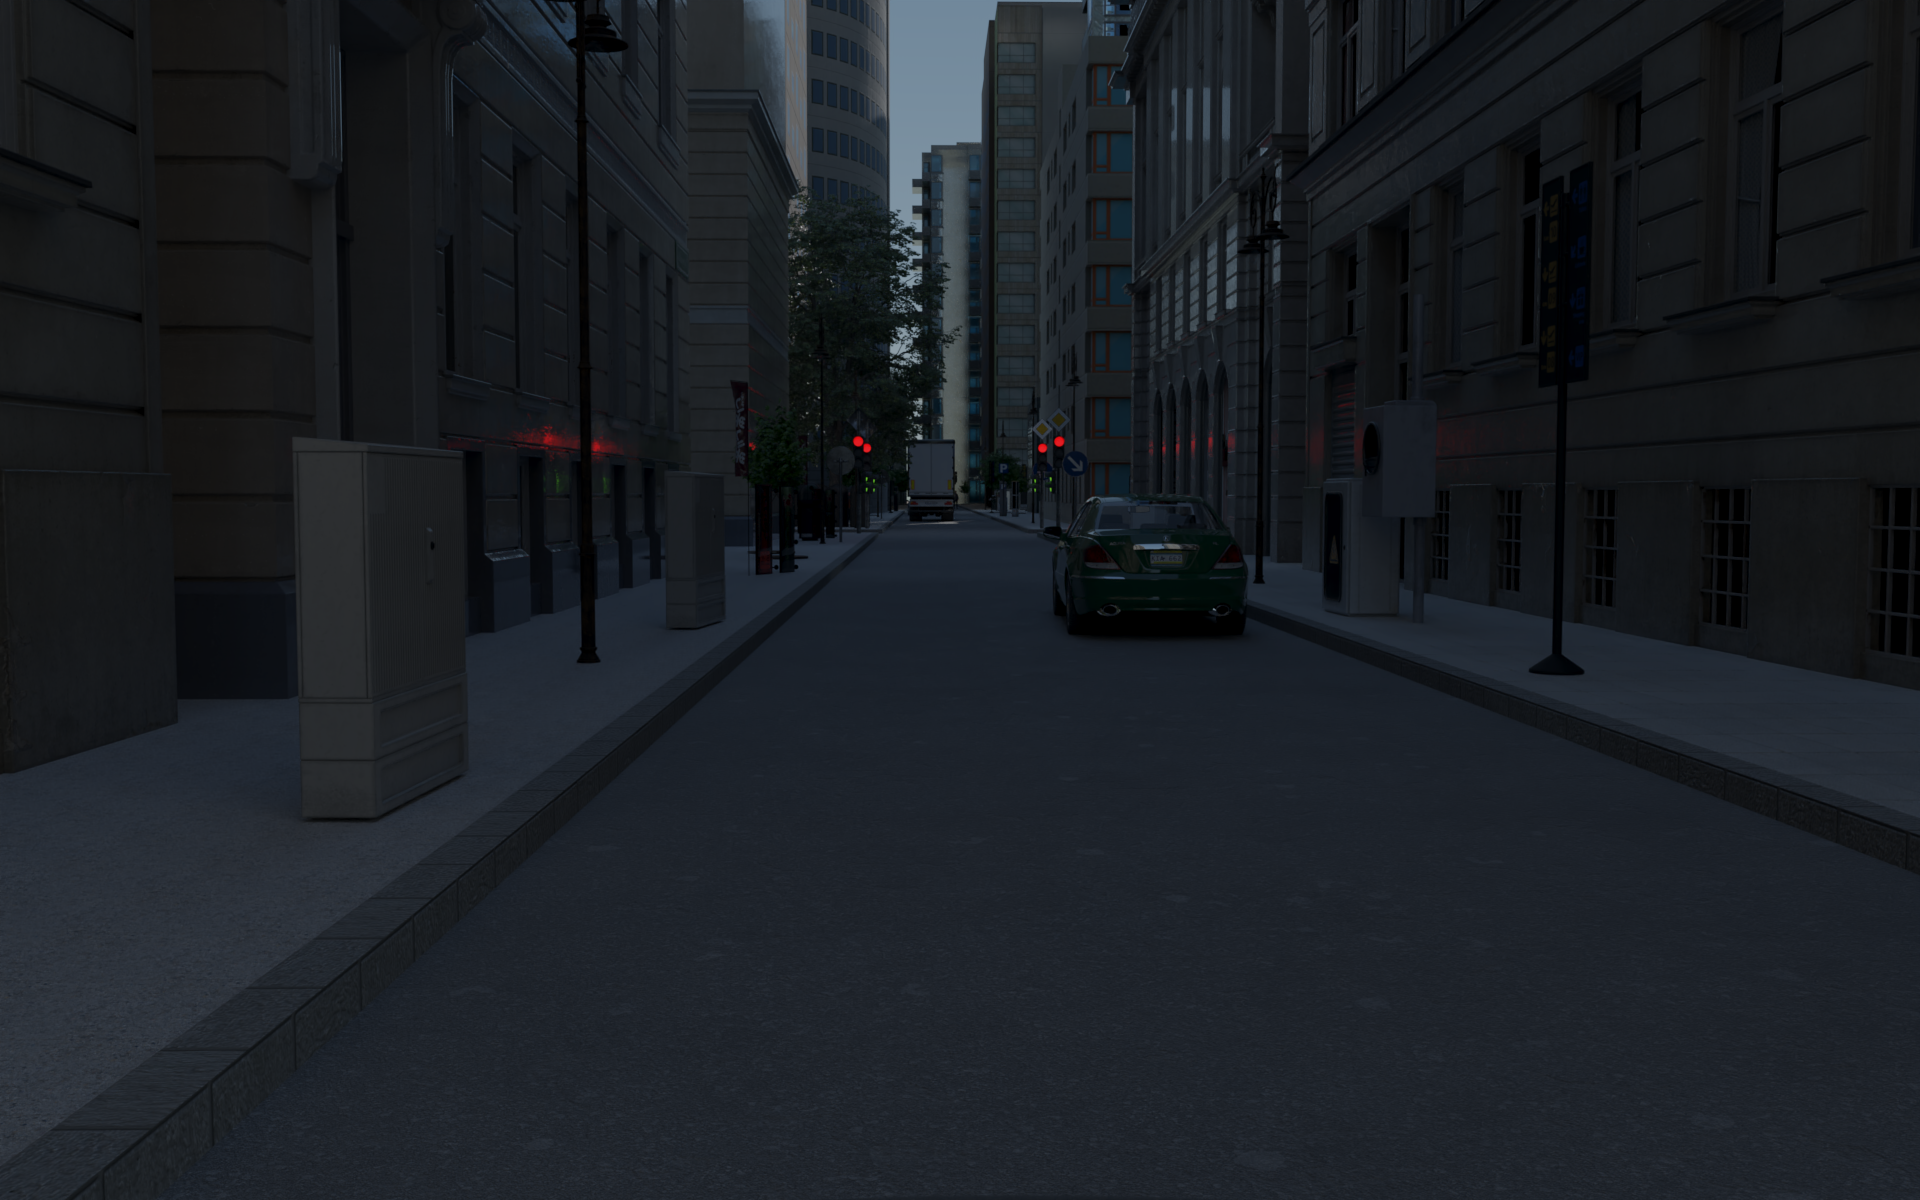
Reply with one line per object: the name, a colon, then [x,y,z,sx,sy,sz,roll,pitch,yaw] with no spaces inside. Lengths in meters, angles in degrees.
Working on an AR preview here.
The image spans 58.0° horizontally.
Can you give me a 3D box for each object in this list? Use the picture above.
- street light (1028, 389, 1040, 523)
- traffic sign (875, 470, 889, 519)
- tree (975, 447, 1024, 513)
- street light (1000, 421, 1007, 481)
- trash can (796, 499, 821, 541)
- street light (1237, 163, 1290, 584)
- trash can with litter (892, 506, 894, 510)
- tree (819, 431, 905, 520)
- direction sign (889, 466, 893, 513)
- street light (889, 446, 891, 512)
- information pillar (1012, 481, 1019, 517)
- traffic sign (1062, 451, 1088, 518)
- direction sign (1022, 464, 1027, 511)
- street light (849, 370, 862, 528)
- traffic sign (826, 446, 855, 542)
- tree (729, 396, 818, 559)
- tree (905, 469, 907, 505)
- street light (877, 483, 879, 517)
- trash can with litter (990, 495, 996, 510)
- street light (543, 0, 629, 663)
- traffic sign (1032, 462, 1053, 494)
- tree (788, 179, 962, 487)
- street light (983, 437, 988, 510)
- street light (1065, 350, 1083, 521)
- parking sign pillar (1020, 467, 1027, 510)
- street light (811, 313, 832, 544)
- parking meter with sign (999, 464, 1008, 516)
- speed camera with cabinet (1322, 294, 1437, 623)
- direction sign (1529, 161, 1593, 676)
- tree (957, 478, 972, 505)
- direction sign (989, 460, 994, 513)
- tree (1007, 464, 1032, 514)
street light: [3.219,-6.316,76.059,0.468,5.910,1.993,0,4,-1]
traffic sign: [-4.067,-5.478,89.678,0.768,2.556,0.104,0,4,7]
tree: [2.750,-8.319,119.724,4.285,4.588,4.351,0,3,0]
street light: [2.654,-8.214,107.078,0.468,5.910,1.993,0,4,-1]
trash can: [-4.119,-2.194,47.527,0.748,1.137,0.748,0,3,0]
street light: [4.288,-3.173,24.660,0.468,5.910,1.993,0,4,-1]
trash can with litter: [-5.671,-7.806,139.008,1.055,1.170,0.624,-1,4,-13]
tree: [-5.325,-6.170,84.596,4.285,4.588,4.351,0,3,0]
direction sign: [-4.640,-7.611,116.444,0.379,3.537,0.876,0,4,-3]
street light: [-5.102,-9.418,126.772,0.468,5.910,1.993,0,4,-1]
information pillar: [3.123,-5.706,97.777,0.304,2.012,0.304,2,4,28]
traffic sign: [3.411,-3.127,51.236,0.768,2.556,0.104,0,4,5]
direction sign: [5.087,-8.490,130.806,0.876,3.537,0.379,0,4,4]
street light: [-3.865,-5.608,64.471,0.468,5.910,1.993,0,4,-1]
traffic sign: [-3.174,-2.809,46.038,0.768,2.556,0.104,0,3,0]
tree: [-3.518,-2.440,34.499,1.663,3.219,1.824,0,3,0]
tree: [-5.524,-7.252,102.282,4.285,4.588,4.351,0,3,0]
street light: [-4.542,-7.521,95.752,0.468,5.910,1.993,0,4,-1]
trash can with litter: [2.878,-7.734,137.844,0.624,1.170,1.055,3,5,39]
street light: [-2.830,-2.461,13.024,0.468,5.910,1.993,0,4,-1]
traffic sign: [3.135,-4.014,65.727,0.768,2.556,0.104,0,4,7]
tree: [-5.029,-10.052,70.999,9.857,13.997,8.962,0,3,0]
street light: [2.030,-10.165,138.978,0.468,5.910,1.993,0,4,-1]
street light: [3.676,-5.083,55.892,0.468,5.910,1.993,0,4,-1]
parking sign pillar: [5.453,-9.081,136.945,1.447,3.967,1.447,2,4,29]
street light: [-3.540,-4.383,44.445,0.468,5.910,1.993,0,4,-1]
parking meter with sign: [2.513,-6.332,99.787,0.543,3.016,1.738,0,4,2]
speed camera with cabinet: [4.316,-1.444,17.947,0.660,3.252,2.038,0,4,-4]
direction sign: [4.279,-1.243,12.316,0.379,3.537,0.876,0,4,-2]
tree: [0.602,-12.990,206.982,1.663,3.219,1.824,0,3,0]
direction sign: [2.133,-7.624,116.642,0.379,3.537,0.876,1,4,22]
tree: [3.745,-7.185,112.073,1.663,3.219,1.824,0,3,0]
